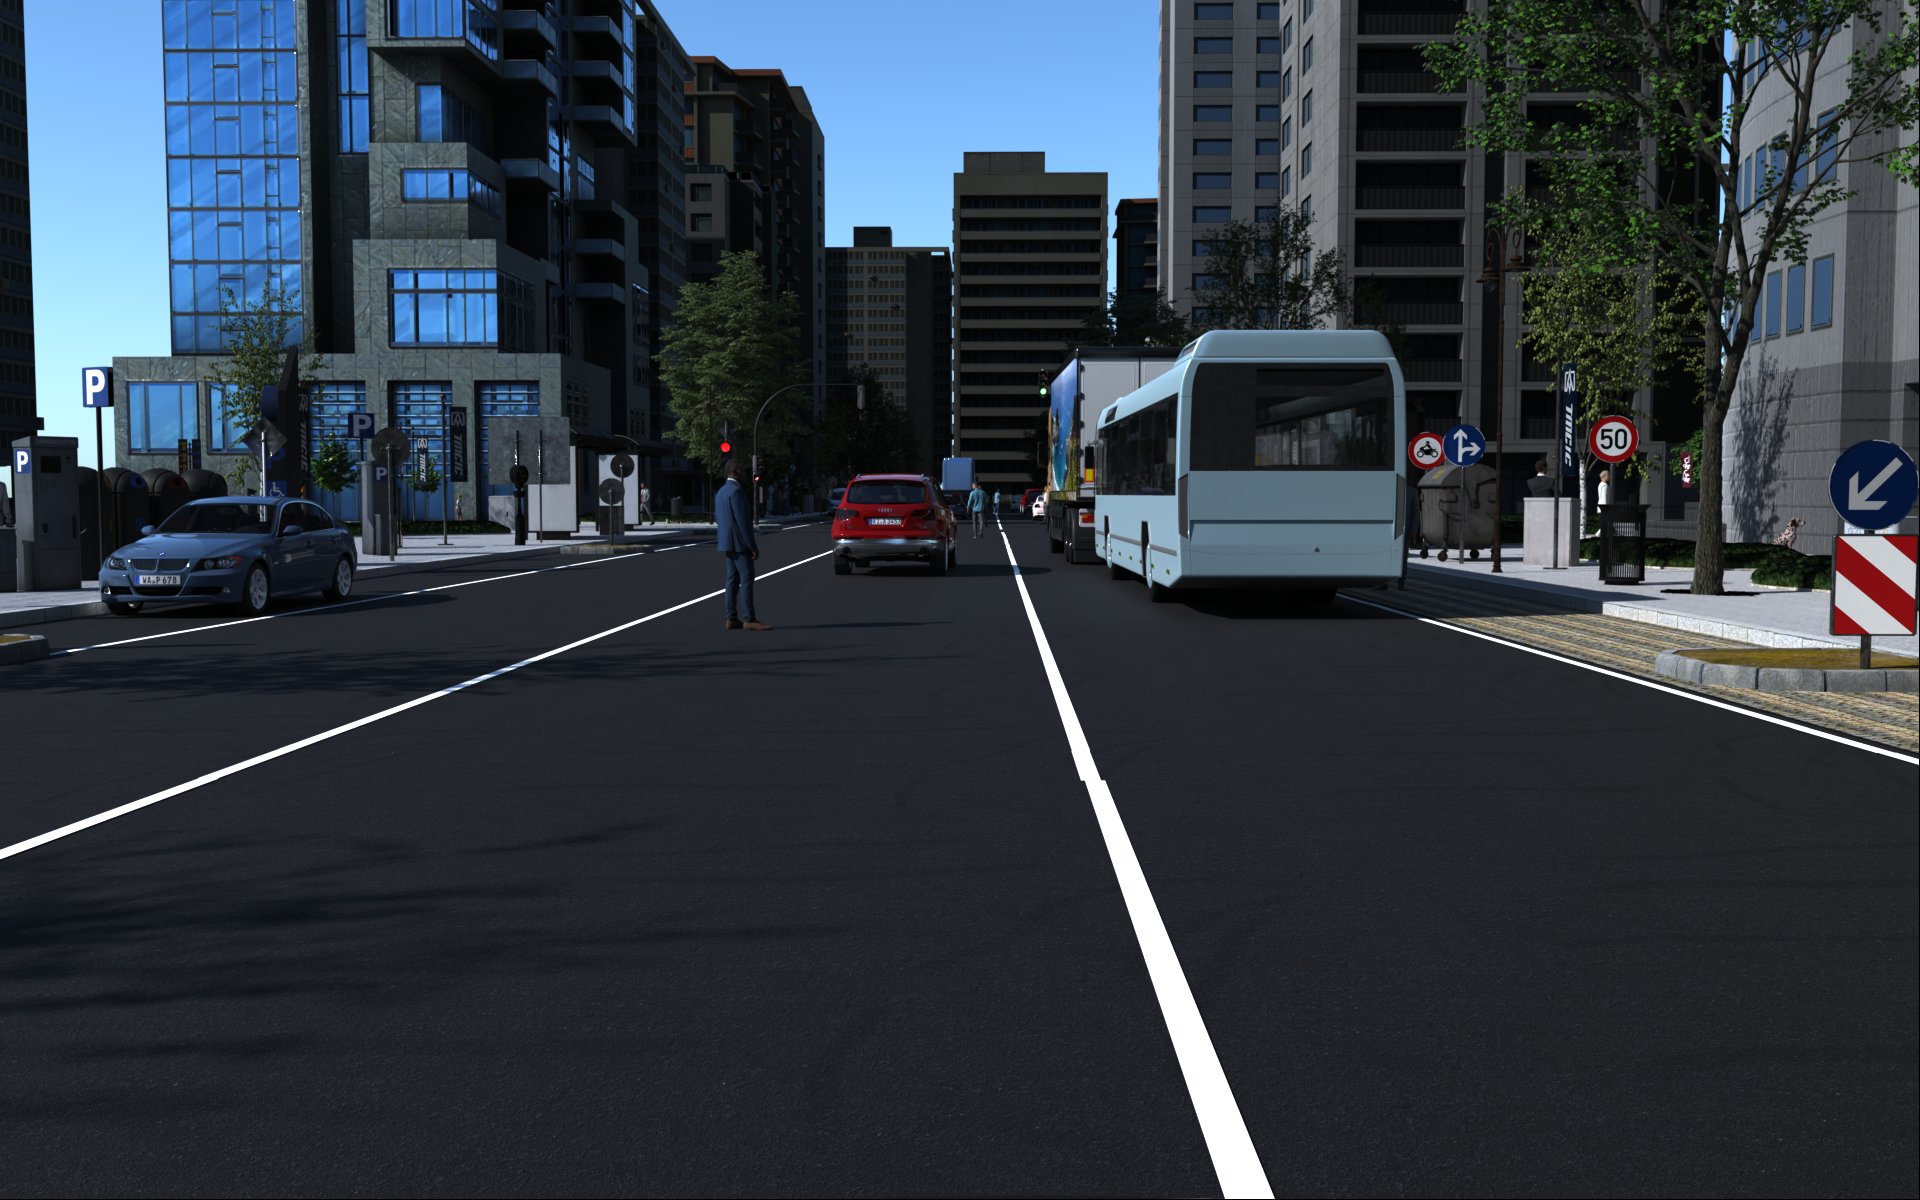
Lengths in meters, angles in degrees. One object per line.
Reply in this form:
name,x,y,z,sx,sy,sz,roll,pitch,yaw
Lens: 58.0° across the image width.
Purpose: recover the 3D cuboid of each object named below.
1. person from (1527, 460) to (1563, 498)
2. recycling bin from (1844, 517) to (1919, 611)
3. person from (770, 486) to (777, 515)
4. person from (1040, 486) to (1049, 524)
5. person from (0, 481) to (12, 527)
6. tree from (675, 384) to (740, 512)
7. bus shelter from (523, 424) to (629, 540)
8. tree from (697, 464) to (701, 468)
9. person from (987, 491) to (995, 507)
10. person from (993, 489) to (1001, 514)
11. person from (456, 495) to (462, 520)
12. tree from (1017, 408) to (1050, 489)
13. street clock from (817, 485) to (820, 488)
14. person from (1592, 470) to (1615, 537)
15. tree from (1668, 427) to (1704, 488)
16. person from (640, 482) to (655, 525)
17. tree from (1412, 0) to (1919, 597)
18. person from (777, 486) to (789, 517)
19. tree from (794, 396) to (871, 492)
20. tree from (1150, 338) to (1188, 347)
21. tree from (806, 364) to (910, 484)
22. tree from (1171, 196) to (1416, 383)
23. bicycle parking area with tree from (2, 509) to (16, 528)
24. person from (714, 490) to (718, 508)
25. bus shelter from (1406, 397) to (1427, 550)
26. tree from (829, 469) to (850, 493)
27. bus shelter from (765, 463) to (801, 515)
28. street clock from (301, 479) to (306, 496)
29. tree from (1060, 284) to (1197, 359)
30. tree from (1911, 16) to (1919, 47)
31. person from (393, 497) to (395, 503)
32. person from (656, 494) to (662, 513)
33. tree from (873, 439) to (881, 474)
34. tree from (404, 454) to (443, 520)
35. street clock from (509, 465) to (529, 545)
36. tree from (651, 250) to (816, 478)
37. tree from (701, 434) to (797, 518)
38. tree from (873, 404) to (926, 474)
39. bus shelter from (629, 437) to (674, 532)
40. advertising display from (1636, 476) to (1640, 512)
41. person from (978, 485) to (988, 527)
person,10.791,-1.622,31.928,0.648,1.900,0.474,1,4,23
recycling bin,10.370,-0.410,19.265,0.722,1.027,0.722,-1,4,-19
person,-11.407,-6.128,106.403,0.590,1.801,0.661,0,4,-7
person,4.084,-4.480,81.847,0.850,1.850,0.679,-3,4,-38
person,-14.546,-1.194,25.916,0.694,1.780,0.624,-2,4,-31
tree,-16.833,-10.050,114.675,4.737,8.622,4.395,0,3,0
bus shelter,-11.342,-3.465,50.578,2.014,3.302,5.546,0,4,1
tree,-14.789,-7.652,108.831,4.285,4.588,4.351,0,3,0
person,3.451,-11.322,194.142,1.217,1.766,0.721,0,4,3
person,2.670,-7.041,123.889,0.793,1.790,0.793,2,4,24
person,-22.641,-4.139,78.404,0.332,1.250,0.352,-2,4,-34
tree,12.100,-18.726,223.174,9.611,12.733,9.660,0,3,0
street clock,-11.522,-8.321,140.618,0.358,2.002,0.471,-2,4,-27
person,15.293,-2.158,41.211,0.818,1.842,0.514,-1,4,-15
tree,33.185,-5.667,76.370,4.285,4.588,4.351,0,3,0
person,-12.950,-3.976,71.326,0.678,1.792,0.850,3,5,43
tree,9.747,-5.874,21.789,9.928,11.665,9.643,0,3,0
person,-9.909,-5.499,96.538,0.593,1.750,0.643,-3,4,-38
tree,-10.022,-10.950,129.389,4.737,8.622,4.395,0,3,0
tree,9.811,-7.952,80.384,4.737,8.622,4.395,0,3,0
tree,-9.071,-14.413,152.662,9.611,12.733,9.660,0,3,0
tree,10.025,-7.282,53.470,8.767,10.594,7.601,2,4,27
bicycle parking area with tree,-36.288,-4.477,60.204,8.231,4.147,9.016,2,4,24
person,-17.403,-7.109,124.078,0.330,1.601,0.589,3,4,36
bus shelter,9.979,-3.157,42.903,1.731,3.624,6.357,0,4,1
tree,-9.603,-8.546,134.323,1.663,3.219,1.824,0,3,0
bus shelter,-11.373,-7.118,110.302,2.014,3.302,5.546,0,4,1
street clock,-24.639,-3.667,64.522,0.471,2.002,0.358,1,4,12
tree,10.693,-12.086,104.255,9.857,13.997,8.962,0,3,0
tree,8.704,-5.505,7.007,9.611,12.733,9.660,0,3,0
person,-24.126,-4.070,72.952,0.716,1.782,0.532,-1,4,-21
person,-16.090,-5.037,92.665,0.640,1.303,0.475,1,4,15
tree,-9.245,-14.228,182.995,4.737,8.622,4.395,0,3,0
tree,-23.444,-4.995,76.268,1.663,3.219,1.824,0,3,0
street clock,-11.080,-2.386,43.573,0.358,2.002,0.471,2,4,25
tree,-10.446,-9.931,80.499,7.486,12.596,7.792,0,3,0
tree,-10.476,-6.608,91.747,4.285,4.588,4.351,0,3,0
tree,-7.776,-18.386,218.733,7.486,12.596,7.792,0,3,0
bus shelter,-11.693,-4.150,61.782,2.014,3.302,5.546,0,4,1
advertising display,23.943,-3.423,61.185,0.123,1.923,0.974,1,4,22
person,0.895,-4.029,74.487,0.709,1.813,0.853,2,4,25
